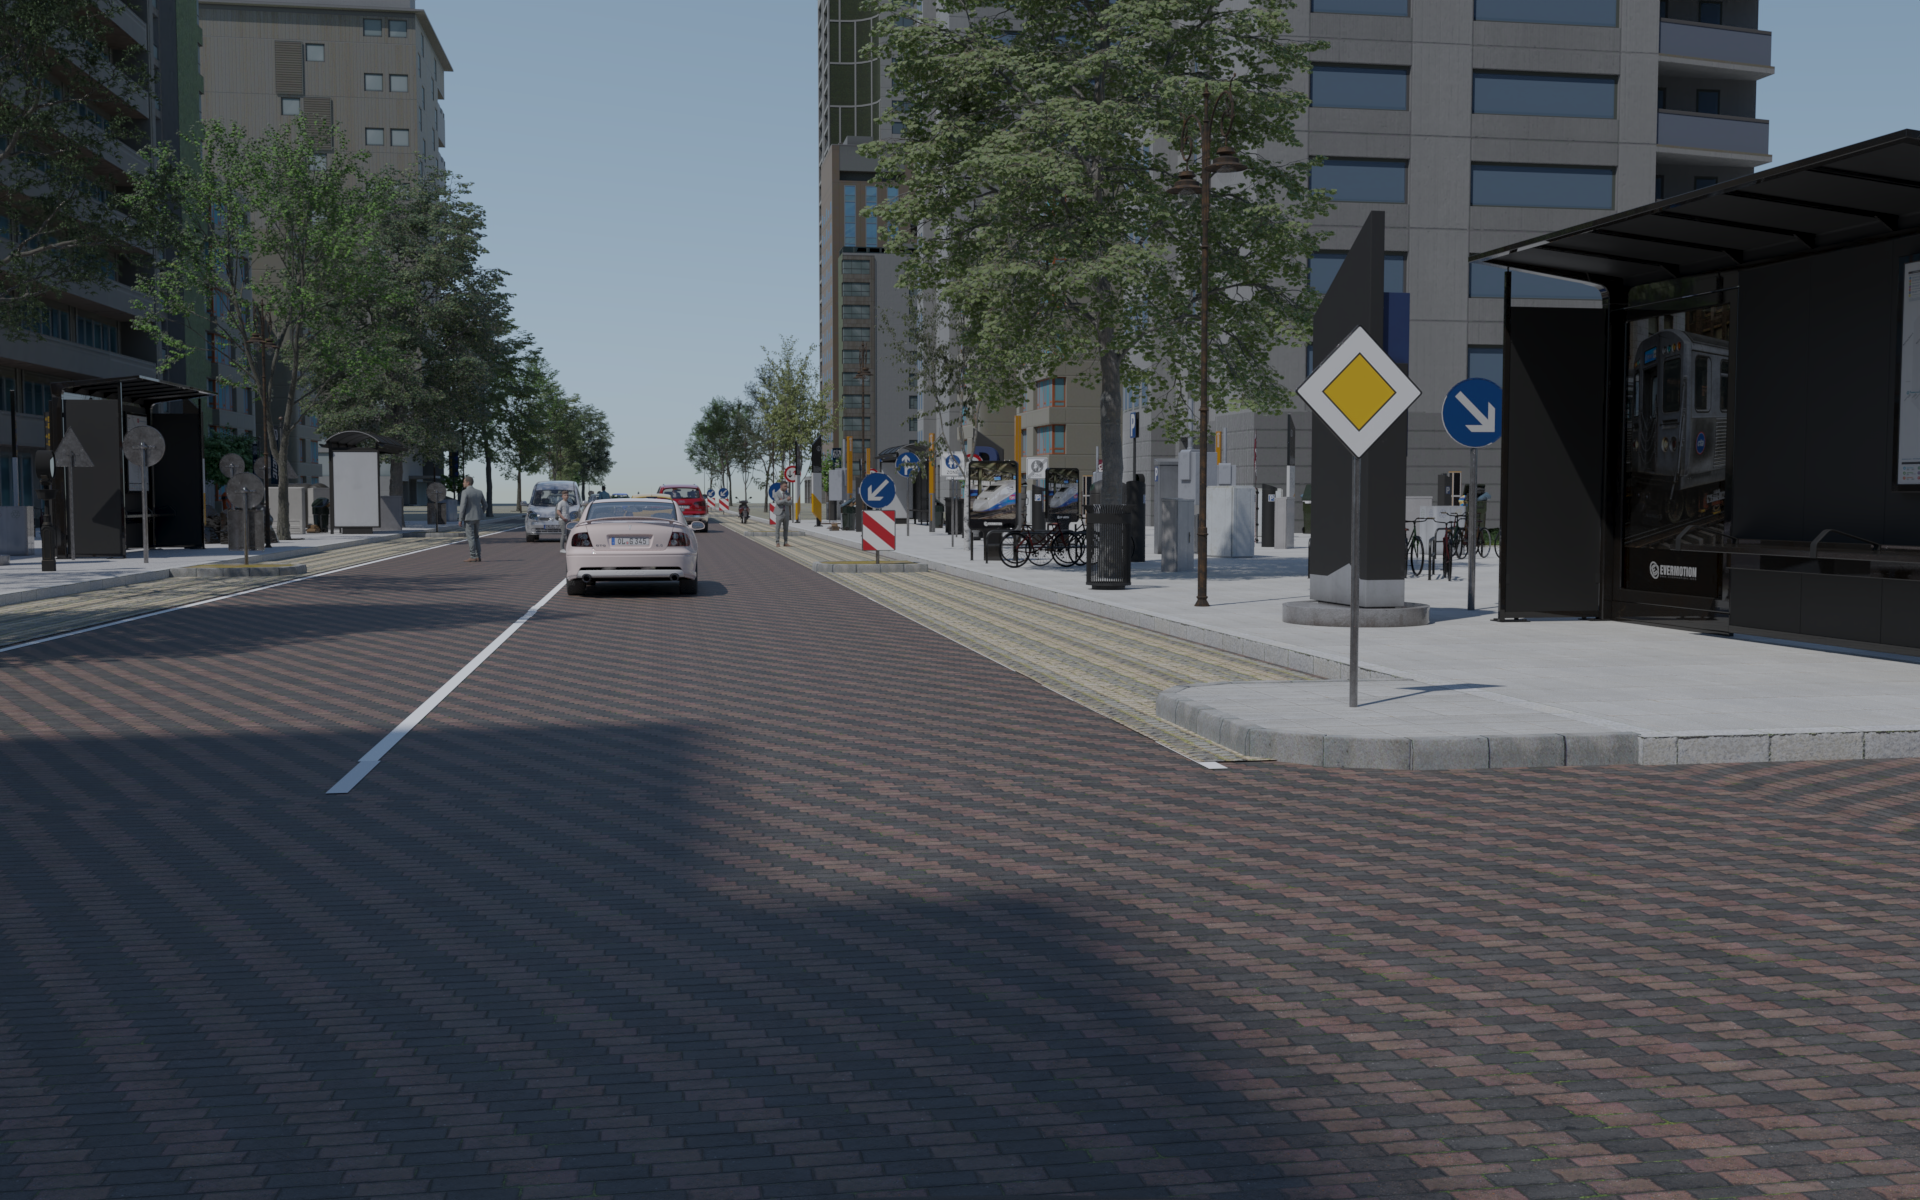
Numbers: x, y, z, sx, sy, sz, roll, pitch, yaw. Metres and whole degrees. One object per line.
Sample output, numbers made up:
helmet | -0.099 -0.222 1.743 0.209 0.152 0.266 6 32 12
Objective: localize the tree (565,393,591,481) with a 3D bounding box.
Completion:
tree | -40.604 -15.565 172.610 7.486 12.596 7.792 0 3 0

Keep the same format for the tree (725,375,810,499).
tree | -10.950 -9.400 104.051 4.360 8.622 3.978 0 3 0

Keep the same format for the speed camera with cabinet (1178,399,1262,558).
speed camera with cabinet | 5.252 -2.518 35.502 0.660 3.252 2.038 -2 4 -25

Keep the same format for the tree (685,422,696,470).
tree | -23.446 -14.411 170.037 7.601 10.594 8.767 -1 4 -16

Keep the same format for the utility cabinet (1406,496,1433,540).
utility cabinet | 12.641 -2.274 48.343 1.020 1.237 0.306 -1 4 -11

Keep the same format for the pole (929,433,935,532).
pole | -0.936 -3.932 58.136 0.158 3.312 0.155 0 3 0

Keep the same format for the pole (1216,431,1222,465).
pole | 8.409 -3.823 56.349 0.158 3.312 0.155 0 3 0

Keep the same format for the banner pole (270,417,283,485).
banner pole | -21.997 -4.027 55.863 0.401 3.779 0.863 1 4 12

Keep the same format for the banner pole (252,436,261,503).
banner pole | -30.574 -5.221 75.374 0.863 3.779 0.401 3 5 41

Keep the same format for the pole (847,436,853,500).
pole | -3.901 -4.125 61.292 0.158 3.312 0.155 0 3 0

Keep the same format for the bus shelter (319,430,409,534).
bus shelter | -19.749 -3.899 57.680 2.014 3.302 5.546 -1 4 -10

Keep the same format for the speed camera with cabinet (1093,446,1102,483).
speed camera with cabinet | 6.003 -4.698 71.148 0.660 3.252 2.038 -1 4 -11

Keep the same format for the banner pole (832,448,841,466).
banner pole | -5.695 -5.648 82.355 0.863 3.779 0.401 1 4 17

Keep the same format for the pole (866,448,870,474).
pole | -4.083 -5.098 77.203 0.158 3.312 0.155 0 3 0

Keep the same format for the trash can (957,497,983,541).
trash can | 0.355 -2.216 47.883 0.748 1.137 0.748 0 3 0

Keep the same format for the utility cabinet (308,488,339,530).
utility cabinet | -22.500 -3.219 61.313 0.318 1.500 1.173 2 4 31

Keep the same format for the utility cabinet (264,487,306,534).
utility cabinet | -21.450 -2.835 55.028 1.173 1.500 0.318 0 4 -1

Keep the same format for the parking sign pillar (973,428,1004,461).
parking sign pillar | 1.111 -5.011 70.398 1.447 3.967 1.447 1 4 21

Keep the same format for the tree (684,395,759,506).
tree | -24.325 -15.689 182.268 9.928 11.665 9.643 0 3 0

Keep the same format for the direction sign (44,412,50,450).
direction sign | -24.921 -3.409 47.741 0.876 3.537 0.379 2 4 31

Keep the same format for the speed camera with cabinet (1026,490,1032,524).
speed camera with cabinet | 2.309 -4.976 75.685 2.038 3.252 0.660 2 4 27

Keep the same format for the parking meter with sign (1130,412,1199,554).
parking meter with sign | 4.538 -2.492 37.002 1.738 3.016 0.543 0 4 -6

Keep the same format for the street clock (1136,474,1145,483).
street clock | 6.361 -3.482 61.500 0.358 2.002 0.471 -1 4 -22

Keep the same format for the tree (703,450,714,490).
tree | -28.149 -15.415 202.390 4.360 8.622 3.978 0 3 0

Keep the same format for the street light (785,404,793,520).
street light | -8.279 -6.816 84.233 0.468 5.910 1.993 -1 4 -10

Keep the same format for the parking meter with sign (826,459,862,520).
parking meter with sign | -5.735 -5.456 85.468 1.738 3.016 0.543 0 4 1

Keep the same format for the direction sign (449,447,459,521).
direction sign | -23.925 -5.497 81.880 0.379 3.537 0.876 -3 5 -44

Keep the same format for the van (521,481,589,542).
van | -12.393 -2.818 53.088 2.013 2.044 4.112 -1 4 -11

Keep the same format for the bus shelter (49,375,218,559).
bus shelter | -17.550 -2.804 37.133 1.731 3.624 6.357 -1 4 -10

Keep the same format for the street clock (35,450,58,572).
street clock | -15.130 -1.476 28.705 0.358 2.002 0.471 -1 4 -17

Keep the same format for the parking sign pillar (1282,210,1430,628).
parking sign pillar | 3.959 -1.759 17.227 1.447 3.967 1.447 -1 4 -13

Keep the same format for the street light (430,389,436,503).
street light | -22.216 -6.139 73.166 0.468 5.910 1.993 -1 4 -10

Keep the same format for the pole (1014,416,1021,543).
pole | 1.505 -3.135 45.104 0.158 3.312 0.155 0 3 0

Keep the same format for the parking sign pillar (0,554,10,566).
parking sign pillar | -17.835 -2.595 30.901 1.447 3.967 1.447 0 4 0

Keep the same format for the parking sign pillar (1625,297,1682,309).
parking sign pillar | 7.782 -1.909 19.681 1.447 3.967 1.447 -1 4 -17

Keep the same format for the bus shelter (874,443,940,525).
bus shelter | -2.197 -4.739 71.407 2.014 3.302 5.546 -1 4 -10

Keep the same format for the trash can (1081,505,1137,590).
trash can | 2.001 -0.713 23.308 0.748 1.137 0.748 0 3 0

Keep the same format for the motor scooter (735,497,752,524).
motor scooter | -10.419 -4.327 83.517 0.815 1.314 1.986 -1 4 -11

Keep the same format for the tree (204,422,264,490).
tree | -33.298 -5.817 78.822 4.285 4.588 4.351 0 3 0

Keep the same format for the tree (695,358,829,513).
tree | -13.435 -11.320 119.498 8.767 10.594 7.601 -1 4 -11

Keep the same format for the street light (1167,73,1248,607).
street light | 2.766 -2.864 19.610 0.468 5.910 1.993 -1 4 -10

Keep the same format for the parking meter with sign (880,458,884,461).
parking meter with sign | -3.425 -5.225 81.682 0.543 3.016 1.738 -1 4 -9

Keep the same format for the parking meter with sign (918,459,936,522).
parking meter with sign | -1.555 -5.074 79.226 0.543 3.016 1.738 1 4 11

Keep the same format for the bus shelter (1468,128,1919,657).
bus shelter | 6.403 -1.413 14.386 1.731 3.624 6.357 -1 4 -10

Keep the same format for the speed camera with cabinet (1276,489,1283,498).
speed camera with cabinet | 8.612 -3.516 51.816 2.038 3.252 0.660 0 4 8

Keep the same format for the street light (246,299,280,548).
street light | -16.536 -4.186 41.221 0.468 5.910 1.993 -1 4 -10

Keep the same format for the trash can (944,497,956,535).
trash can | -0.165 -2.629 54.642 0.748 1.137 0.748 0 3 0

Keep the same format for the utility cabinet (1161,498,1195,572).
utility cabinet | 3.651 -1.088 28.951 0.306 1.237 1.020 2 4 23

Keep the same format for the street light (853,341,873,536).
street light | -2.916 -4.859 52.234 0.468 5.910 1.993 -1 4 -10

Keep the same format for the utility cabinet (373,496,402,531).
utility cabinet | -20.289 -3.063 61.248 1.020 1.237 0.306 -2 4 -35

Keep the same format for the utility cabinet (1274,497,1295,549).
utility cabinet | 7.640 -1.813 40.809 0.306 1.237 1.020 1 4 21

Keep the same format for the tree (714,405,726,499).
tree | -16.207 -11.043 130.915 4.360 8.622 3.978 0 3 0

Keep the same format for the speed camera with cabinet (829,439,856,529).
speed camera with cabinet | -4.045 -4.209 63.159 0.660 3.252 2.038 2 4 25
